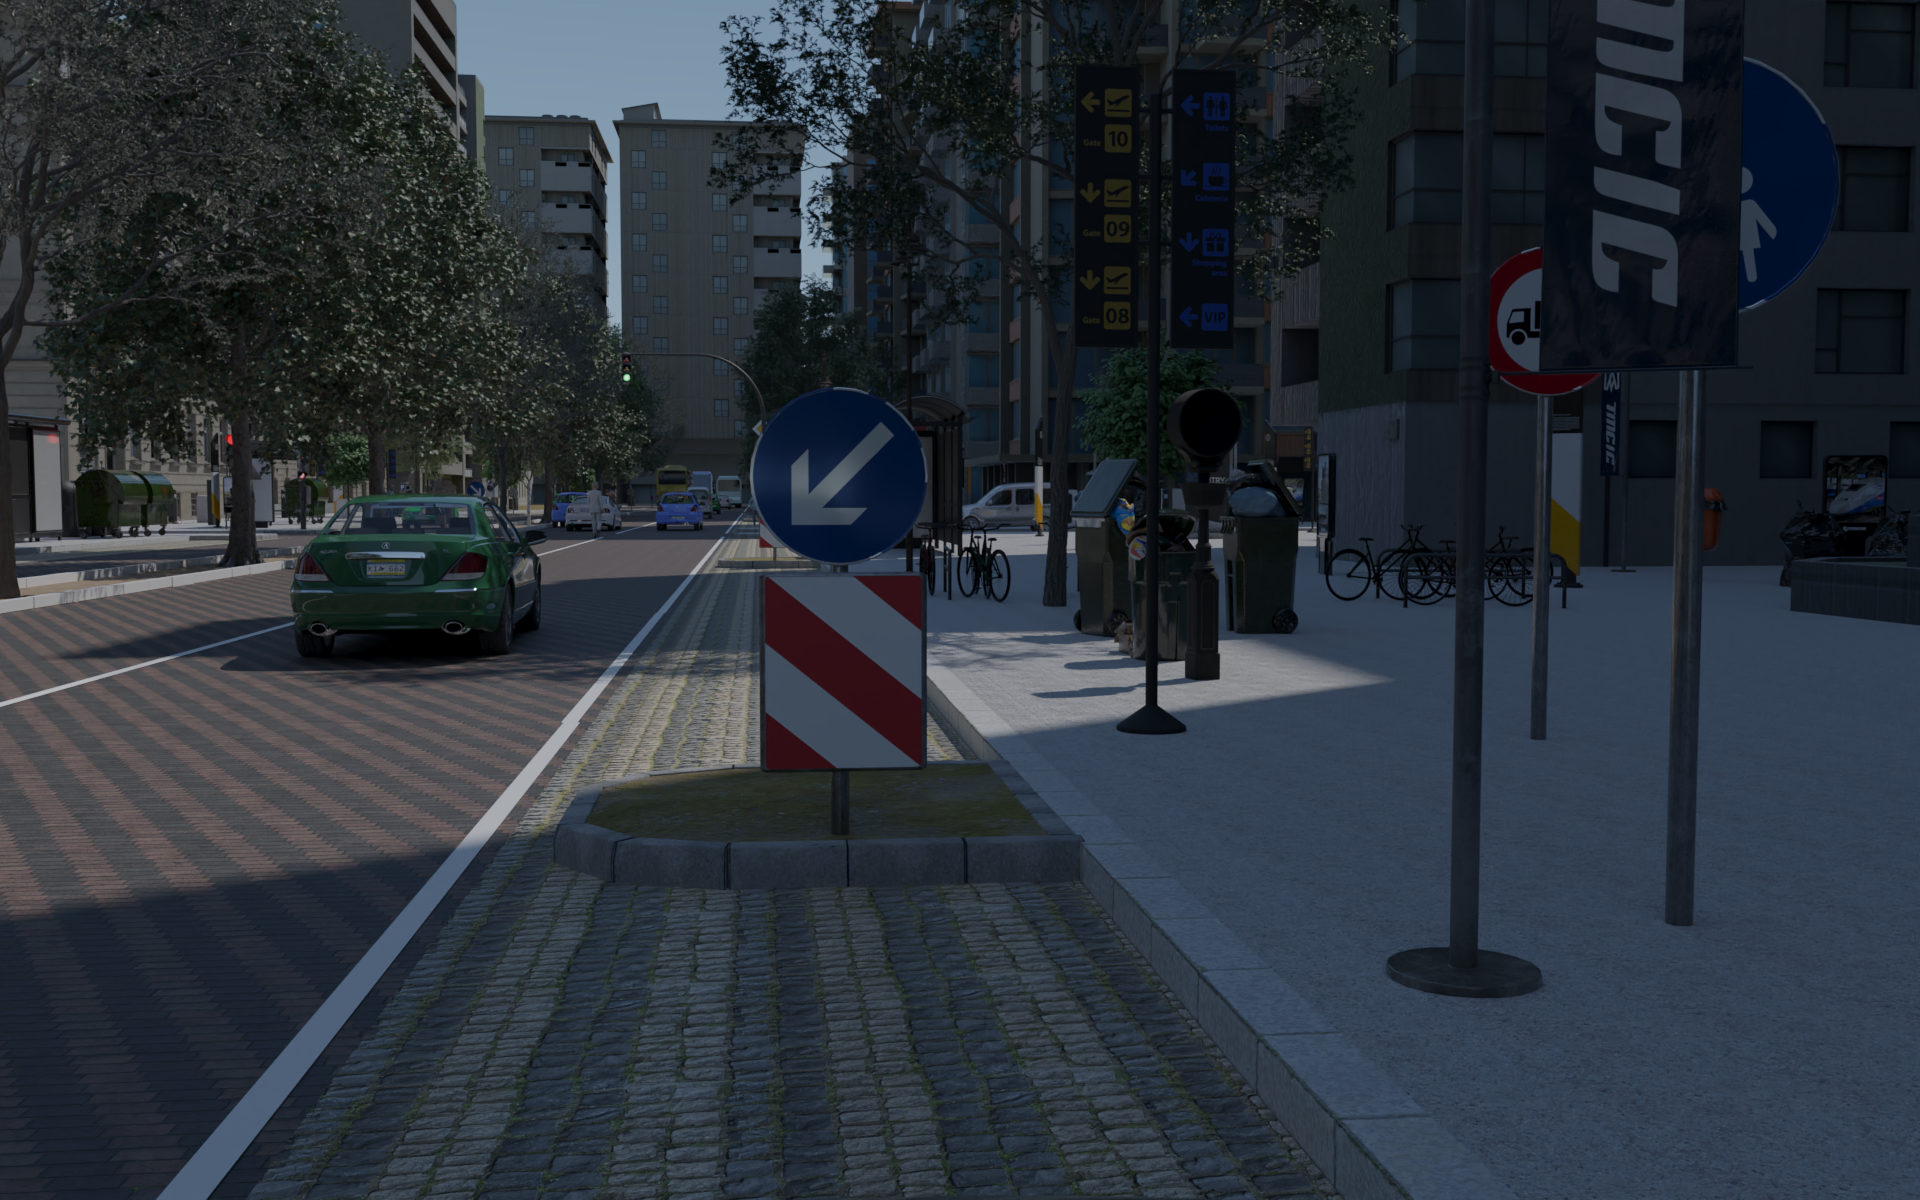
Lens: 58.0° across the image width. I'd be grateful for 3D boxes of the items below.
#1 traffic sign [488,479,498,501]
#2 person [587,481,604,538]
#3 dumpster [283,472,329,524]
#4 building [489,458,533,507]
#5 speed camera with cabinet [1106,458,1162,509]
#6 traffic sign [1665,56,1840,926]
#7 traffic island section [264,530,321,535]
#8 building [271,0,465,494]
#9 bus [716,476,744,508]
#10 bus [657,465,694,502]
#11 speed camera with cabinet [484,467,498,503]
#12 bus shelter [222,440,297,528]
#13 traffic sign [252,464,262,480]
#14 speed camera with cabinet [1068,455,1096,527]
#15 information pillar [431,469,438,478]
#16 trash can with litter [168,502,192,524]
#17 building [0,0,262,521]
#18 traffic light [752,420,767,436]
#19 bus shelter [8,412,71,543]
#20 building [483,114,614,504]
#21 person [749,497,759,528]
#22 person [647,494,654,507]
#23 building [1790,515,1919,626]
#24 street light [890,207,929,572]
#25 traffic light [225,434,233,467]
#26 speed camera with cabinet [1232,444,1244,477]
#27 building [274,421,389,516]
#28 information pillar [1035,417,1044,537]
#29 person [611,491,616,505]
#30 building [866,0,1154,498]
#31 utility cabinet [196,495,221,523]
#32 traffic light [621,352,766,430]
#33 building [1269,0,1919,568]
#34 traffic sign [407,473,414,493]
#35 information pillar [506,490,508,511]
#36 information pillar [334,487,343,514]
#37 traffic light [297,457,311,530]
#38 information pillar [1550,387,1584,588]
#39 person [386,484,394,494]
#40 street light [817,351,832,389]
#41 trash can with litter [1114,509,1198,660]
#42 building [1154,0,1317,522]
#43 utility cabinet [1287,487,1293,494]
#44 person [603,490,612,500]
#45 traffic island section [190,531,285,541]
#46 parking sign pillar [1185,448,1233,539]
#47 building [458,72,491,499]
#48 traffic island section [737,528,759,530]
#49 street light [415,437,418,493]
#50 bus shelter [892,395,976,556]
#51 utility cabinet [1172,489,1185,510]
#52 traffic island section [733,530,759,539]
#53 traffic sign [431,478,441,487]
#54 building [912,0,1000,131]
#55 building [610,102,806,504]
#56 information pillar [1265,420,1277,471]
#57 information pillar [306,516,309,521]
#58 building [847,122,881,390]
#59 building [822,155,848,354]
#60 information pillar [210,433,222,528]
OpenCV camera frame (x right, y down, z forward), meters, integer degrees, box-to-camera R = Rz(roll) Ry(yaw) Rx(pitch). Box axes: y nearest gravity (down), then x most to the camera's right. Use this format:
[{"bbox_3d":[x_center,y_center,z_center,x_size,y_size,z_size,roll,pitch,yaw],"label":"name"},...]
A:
[{"bbox_3d":[-32.596,-7.333,121.075,0.795,2.450,0.064,0,4,1],"label":"traffic sign"},{"bbox_3d":[-11.795,-2.915,56.045,0.514,1.842,0.818,-1,4,-10],"label":"person"},{"bbox_3d":[-27.997,-4.380,74.103,1.502,2.255,1.985,0,4,-7],"label":"dumpster"},{"bbox_3d":[-63.279,-21.039,189.020,28.899,21.520,27.650,0,4,-7],"label":"building"},{"bbox_3d":[4.153,-2.884,41.482,0.660,3.252,2.038,2,4,32],"label":"speed camera with cabinet"},{"bbox_3d":[2.151,-0.305,5.101,0.768,2.556,0.104,0,4,2],"label":"traffic sign"},{"bbox_3d":[-23.716,-2.461,62.521,2.009,0.180,2.903,0,4,-7],"label":"traffic island section"},{"bbox_3d":[-54.511,-31.877,144.898,21.300,48.544,21.600,0,4,-7],"label":"building"},{"bbox_3d":[-24.359,-11.511,183.063,2.948,3.499,13.247,0,4,-7],"label":"bus"},{"bbox_3d":[-24.298,-9.541,147.548,2.896,3.916,12.252,0,4,-7],"label":"bus"},{"bbox_3d":[-34.465,-8.007,125.250,2.038,3.252,0.660,1,4,12],"label":"speed camera with cabinet"},{"bbox_3d":[-26.972,-4.518,67.787,2.014,3.302,5.546,0,4,-6],"label":"bus shelter"},{"bbox_3d":[-26.543,-3.957,64.706,0.884,2.594,0.081,0,4,-6],"label":"traffic sign"},{"bbox_3d":[4.633,-4.507,68.030,2.038,3.252,0.660,0,4,-2],"label":"speed camera with cabinet"},{"bbox_3d":[-39.557,-8.511,130.503,0.504,3.616,0.183,-1,4,-21],"label":"information pillar"},{"bbox_3d":[-34.295,-3.863,74.219,2.233,1.210,1.678,0,4,-2],"label":"trash can with litter"},{"bbox_3d":[-44.782,-15.248,82.581,16.112,22.955,30.059,0,4,-7],"label":"building"},{"bbox_3d":[-7.325,-4.610,64.299,0.839,4.253,0.868,0,4,-7],"label":"traffic light"},{"bbox_3d":[-25.068,-4.013,43.245,2.179,5.291,8.768,0,4,-6],"label":"bus shelter"},{"bbox_3d":[-60.578,-39.779,239.622,27.495,52.752,28.713,0,4,-7],"label":"building"},{"bbox_3d":[-8.371,-3.711,70.993,0.589,1.601,0.330,0,4,8],"label":"person"},{"bbox_3d":[-31.427,-10.082,176.558,0.991,1.433,0.599,-2,4,-28],"label":"person"},{"bbox_3d":[19.946,-28.466,7.418,21.231,58.520,28.212,0,4,-7],"label":"building"},{"bbox_3d":[-0.763,-3.257,26.037,0.468,5.910,1.993,0,4,-7],"label":"street light"},{"bbox_3d":[-22.754,-4.008,54.459,0.839,4.253,0.868,0,4,-7],"label":"traffic light"},{"bbox_3d":[11.131,-4.378,65.919,2.038,3.252,0.660,0,4,-1],"label":"speed camera with cabinet"},{"bbox_3d":[-47.393,-18.156,115.943,14.460,24.649,34.723,0,4,-7],"label":"building"},{"bbox_3d":[2.380,-3.720,52.177,0.183,3.616,0.504,1,4,21],"label":"information pillar"},{"bbox_3d":[-33.613,-9.674,167.207,0.750,1.759,0.617,-2,4,-31],"label":"person"},{"bbox_3d":[2.985,-30.648,155.726,22.147,44.769,28.867,0,4,-7],"label":"building"},{"bbox_3d":[-33.570,-4.049,77.369,1.020,1.237,0.306,1,4,11],"label":"utility cabinet"},{"bbox_3d":[-8.472,-4.974,55.986,4.771,5.953,1.251,0,4,-7],"label":"traffic light"},{"bbox_3d":[13.910,-16.219,36.876,14.160,30.474,14.107,0,4,-7],"label":"building"},{"bbox_3d":[-32.853,-6.367,104.201,0.768,2.556,0.104,0,4,-4],"label":"traffic sign"},{"bbox_3d":[-34.741,-7.819,132.336,0.304,2.012,0.304,-1,4,-19],"label":"information pillar"},{"bbox_3d":[-33.110,-6.166,92.161,0.183,3.616,0.504,3,5,40],"label":"information pillar"},{"bbox_3d":[-21.607,-5.382,62.666,4.771,5.953,1.251,0,4,-7],"label":"traffic light"},{"bbox_3d":[8.283,-1.978,23.702,0.504,3.616,0.183,3,4,37],"label":"information pillar"},{"bbox_3d":[-21.856,-3.536,66.502,0.419,1.800,0.721,0,4,1],"label":"person"},{"bbox_3d":[-4.397,-5.100,56.174,0.468,5.910,1.993,0,4,-7],"label":"street light"},{"bbox_3d":[1.465,-0.138,13.648,0.624,1.170,1.055,-1,4,-14],"label":"trash can with litter"},{"bbox_3d":[14.818,-26.389,86.079,28.867,44.769,22.147,0,4,-7],"label":"building"},{"bbox_3d":[10.145,-2.878,55.739,1.173,1.500,0.318,-2,4,-28],"label":"utility cabinet"},{"bbox_3d":[-30.191,-8.513,147.817,0.705,1.807,1.348,3,5,40],"label":"person"},{"bbox_3d":[-22.795,-1.976,54.589,2.009,0.180,2.903,0,4,-7],"label":"traffic island section"},{"bbox_3d":[7.199,-3.767,50.070,1.447,3.967,1.447,1,4,21],"label":"parking sign pillar"},{"bbox_3d":[-52.779,-29.337,163.250,14.154,41.232,14.086,0,4,-7],"label":"building"},{"bbox_3d":[-7.284,-2.577,64.418,2.009,0.180,2.903,0,4,-7],"label":"traffic island section"},{"bbox_3d":[-29.333,-7.379,93.435,0.468,5.910,1.993,0,4,-7],"label":"street light"},{"bbox_3d":[-0.982,-2.703,38.114,2.014,3.302,5.546,0,4,-6],"label":"bus shelter"},{"bbox_3d":[9.336,-3.821,71.159,1.173,1.500,0.318,2,4,27],"label":"utility cabinet"},{"bbox_3d":[-6.363,-2.092,56.486,2.009,0.180,2.903,0,4,-7],"label":"traffic island section"},{"bbox_3d":[-32.800,-6.507,108.511,0.606,2.300,0.079,0,4,-3],"label":"traffic sign"},{"bbox_3d":[8.289,-30.959,125.787,23.786,49.044,30.456,0,4,-7],"label":"building"},{"bbox_3d":[-33.237,-39.957,242.528,27.495,52.752,28.713,0,4,-7],"label":"building"},{"bbox_3d":[9.791,-3.872,54.668,0.183,3.616,0.504,-2,4,-31],"label":"information pillar"},{"bbox_3d":[-30.902,-5.509,81.420,0.183,3.616,0.504,1,4,17],"label":"information pillar"},{"bbox_3d":[-5.783,-33.698,201.068,14.600,45.320,14.200,0,4,-7],"label":"building"},{"bbox_3d":[-4.115,-38.155,243.445,30.456,49.044,23.786,0,4,-7],"label":"building"},{"bbox_3d":[-28.284,-4.553,65.804,0.183,3.616,0.504,0,4,4],"label":"information pillar"}]
